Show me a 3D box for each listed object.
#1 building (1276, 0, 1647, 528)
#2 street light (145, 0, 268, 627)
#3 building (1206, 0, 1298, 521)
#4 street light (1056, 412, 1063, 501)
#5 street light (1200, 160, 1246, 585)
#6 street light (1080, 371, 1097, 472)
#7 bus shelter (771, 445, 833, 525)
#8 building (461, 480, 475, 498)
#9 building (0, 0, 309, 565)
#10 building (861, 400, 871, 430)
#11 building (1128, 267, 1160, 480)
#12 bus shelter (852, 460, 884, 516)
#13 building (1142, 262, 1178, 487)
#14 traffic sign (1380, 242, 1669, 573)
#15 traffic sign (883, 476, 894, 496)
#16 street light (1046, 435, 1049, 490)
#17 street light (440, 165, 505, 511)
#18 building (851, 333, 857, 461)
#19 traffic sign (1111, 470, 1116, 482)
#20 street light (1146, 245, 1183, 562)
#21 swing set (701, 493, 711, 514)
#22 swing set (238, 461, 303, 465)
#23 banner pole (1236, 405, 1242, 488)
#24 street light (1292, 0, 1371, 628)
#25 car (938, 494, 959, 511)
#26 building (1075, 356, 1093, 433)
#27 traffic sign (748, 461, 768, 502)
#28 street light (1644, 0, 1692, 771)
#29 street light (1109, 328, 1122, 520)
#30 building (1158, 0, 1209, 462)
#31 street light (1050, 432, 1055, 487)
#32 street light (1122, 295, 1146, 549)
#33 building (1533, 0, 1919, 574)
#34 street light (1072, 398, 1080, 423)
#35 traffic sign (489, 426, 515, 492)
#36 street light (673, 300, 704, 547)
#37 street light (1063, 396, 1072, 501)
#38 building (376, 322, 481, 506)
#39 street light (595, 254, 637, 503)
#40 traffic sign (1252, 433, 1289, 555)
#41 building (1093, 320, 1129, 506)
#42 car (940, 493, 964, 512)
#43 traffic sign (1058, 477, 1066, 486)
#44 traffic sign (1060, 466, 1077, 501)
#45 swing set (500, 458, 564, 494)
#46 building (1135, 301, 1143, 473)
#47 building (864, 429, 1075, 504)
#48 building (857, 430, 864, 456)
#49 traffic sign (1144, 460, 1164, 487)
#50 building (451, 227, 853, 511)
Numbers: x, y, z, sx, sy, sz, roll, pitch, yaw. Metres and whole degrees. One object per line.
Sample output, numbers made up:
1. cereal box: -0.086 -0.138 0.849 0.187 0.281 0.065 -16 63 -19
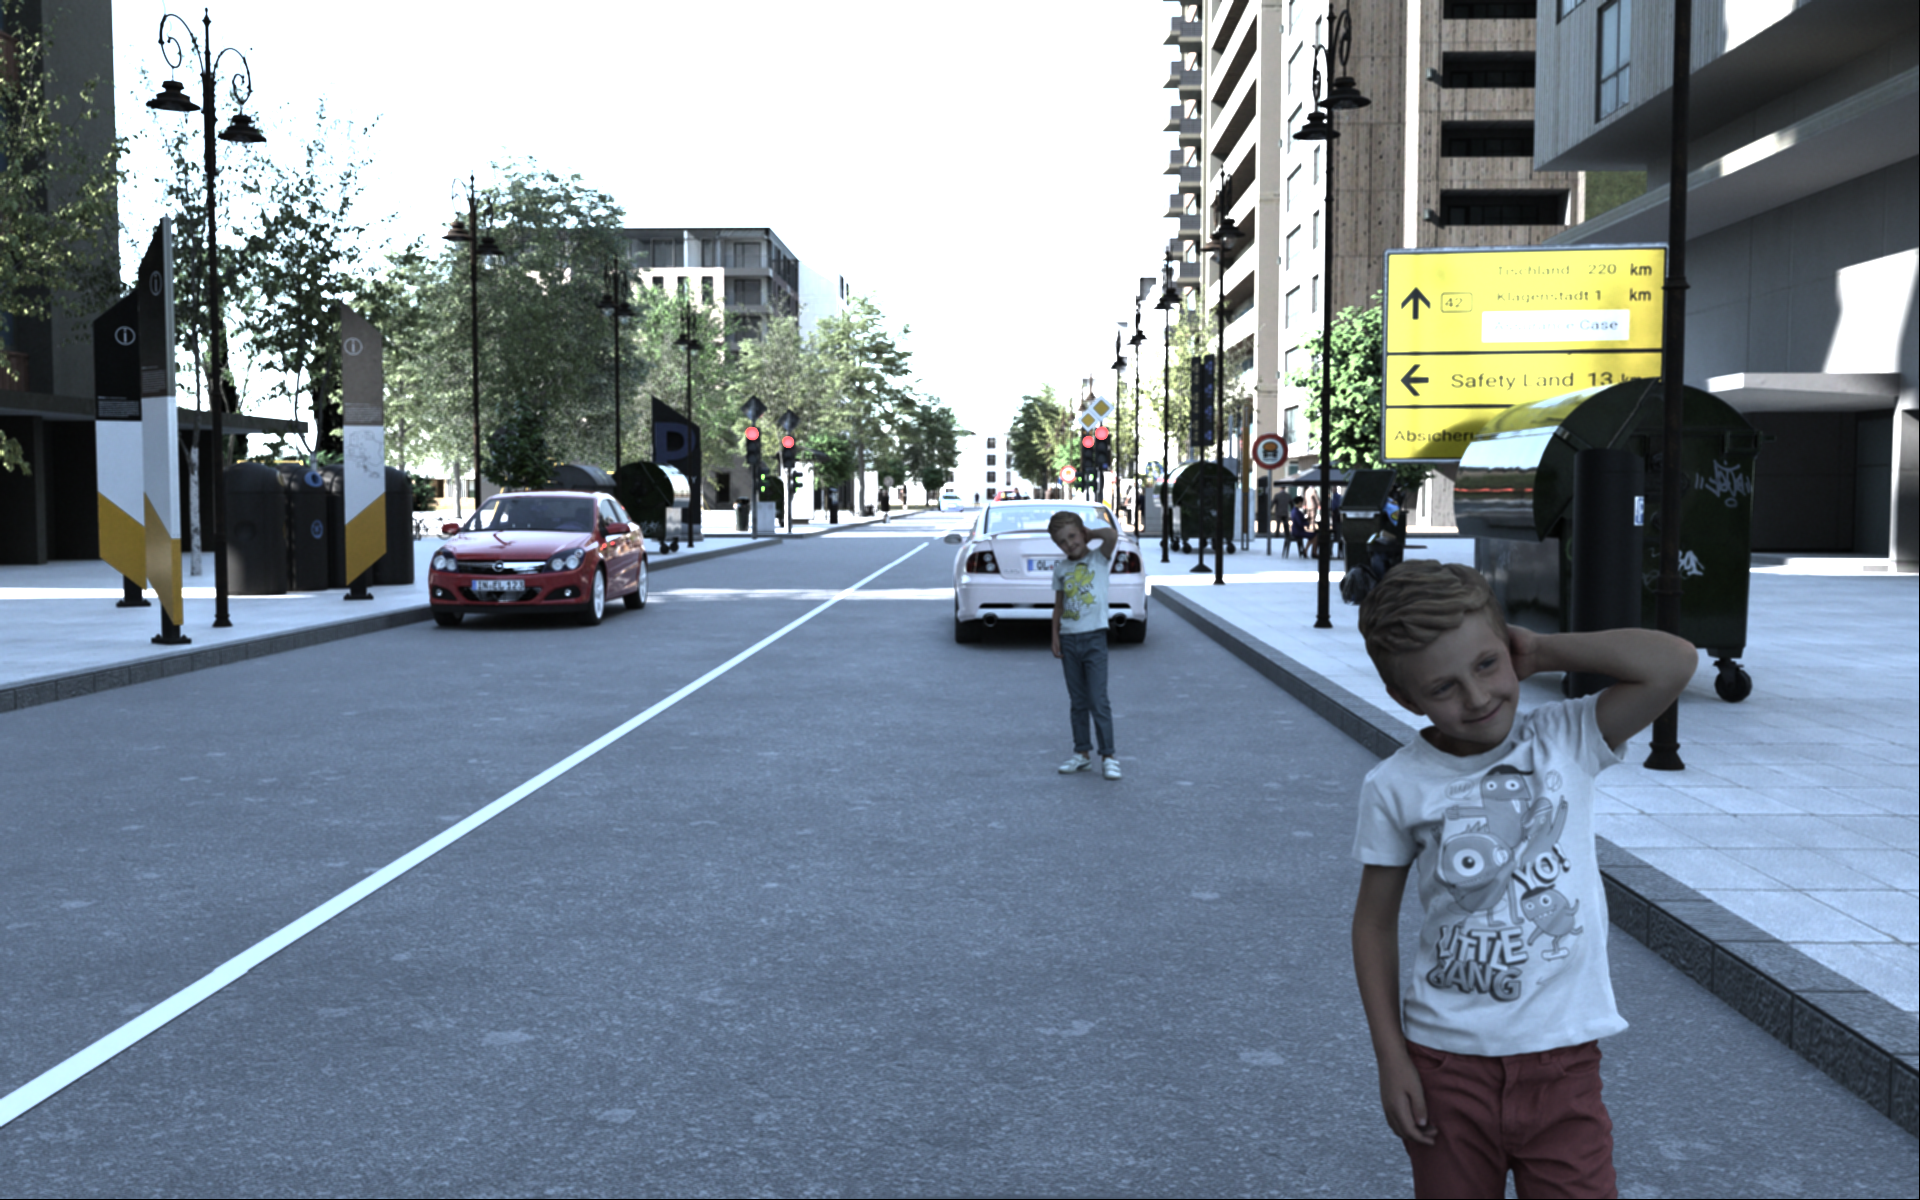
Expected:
1. building: 21.048 -18.275 70.505 14.107 30.474 14.160 0 4 2
2. street light: -7.145 -2.680 16.598 0.468 5.910 1.993 0 4 2
3. building: 24.849 -28.541 90.353 21.300 48.544 21.600 0 4 2
4. street light: 5.403 -7.167 89.971 0.468 5.910 1.993 0 4 2
5. street light: 3.683 -3.160 24.456 0.468 5.910 1.993 0 4 2
6. street light: 4.885 -5.628 64.813 0.468 5.910 1.993 0 4 2
7. bus shelter: -6.760 -4.938 74.654 2.014 3.302 5.546 0 4 2
8. building: -59.930 -22.511 234.517 31.486 18.905 16.747 0 4 2
9. building: -30.135 -22.931 29.543 28.867 44.769 22.147 0 4 2
10. building: -28.311 -22.437 233.299 31.486 18.905 16.747 0 4 2
11. building: 30.505 -20.055 171.874 27.936 21.610 32.646 0 4 2
12. bus shelter: -5.460 -6.688 103.269 2.014 3.302 5.546 0 4 2
13. building: 23.256 -17.245 138.383 16.016 20.091 11.380 0 4 2
14. traffic sign: 4.627 -1.249 14.292 2.265 3.308 0.079 1 4 9
15. traffic sign: -5.048 -7.476 122.343 0.768 2.556 0.104 0 4 5
16. street light: 6.413 -9.203 123.264 0.468 5.910 1.993 0 4 2
17. street light: -6.927 -3.179 24.772 0.468 5.910 1.993 0 4 2
18. building: -18.820 -19.966 182.861 16.016 20.091 11.380 0 4 2
19. traffic sign: 6.540 -4.682 76.557 0.884 2.594 0.081 0 4 5
20. street light: 3.863 -3.648 32.427 0.468 5.910 1.993 0 4 2
21. swing set: -17.554 -6.924 110.831 2.862 2.851 3.119 -1 4 -16
22. swing set: -32.406 -5.149 81.801 3.119 2.851 2.862 -2 4 -33
23. banner pole: 7.891 -3.591 48.731 0.401 3.779 0.863 -1 4 -9
24. street light: 3.494 -2.673 16.486 0.468 5.910 1.993 0 4 2
25. car: -0.914 -8.642 150.093 1.959 1.807 4.718 0 4 2
26. building: 21.233 -22.893 230.717 11.380 20.091 16.016 0 4 2
27. traffic sign: -7.586 -3.970 65.012 0.768 2.556 0.104 1 4 11
28. street light: 3.301 -2.150 7.942 0.468 5.910 1.993 0 4 2
29. street light: 4.403 -4.622 48.363 0.468 5.910 1.993 0 4 2
30. building: 25.014 -28.241 116.363 22.147 44.769 28.867 0 4 2
31. street light: 5.969 -8.157 106.159 0.468 5.910 1.993 0 4 2
32. street light: 4.132 -4.135 40.395 0.468 5.910 1.993 0 4 2
33. building: 26.138 -26.665 25.217 28.713 52.752 27.495 0 4 2
34. street light: 5.125 -6.134 73.080 0.468 5.910 1.993 0 4 2
35. traffic sign: -8.411 -1.970 32.319 0.768 2.556 0.104 0 4 3
36. street light: -6.481 -4.202 41.490 0.468 5.910 1.993 0 4 2
37. street light: 5.273 -6.680 81.999 0.468 5.910 1.993 0 4 2
38. building: -57.180 -20.638 193.852 11.380 20.091 16.016 0 4 2
39. street light: -6.627 -3.714 33.518 0.468 5.910 1.993 0 4 2
40. traffic sign: 6.486 -2.213 36.282 0.768 2.556 0.104 0 4 7
41. building: 23.499 -20.653 194.093 16.016 20.091 11.380 0 4 2
42. car: -0.612 -7.770 136.632 1.945 1.707 3.694 0 4 1
43. traffic sign: 6.724 -6.900 112.925 0.768 2.556 0.104 0 4 5
44. traffic sign: 4.849 -4.731 77.454 0.768 2.556 0.104 0 4 8
45. swing set: -17.977 -4.678 74.099 2.862 2.851 3.119 2 4 26
46. building: 23.326 -17.940 149.744 16.016 20.091 11.380 0 4 2
47. building: 1.452 -17.561 229.275 28.070 9.664 9.099 0 4 2
48. building: -25.633 -15.575 196.801 28.070 9.664 9.099 0 4 2
49. traffic sign: 7.242 -3.940 64.524 0.768 2.556 0.104 0 4 2
50. building: -24.586 -18.665 149.148 27.936 21.610 32.646 0 4 2
